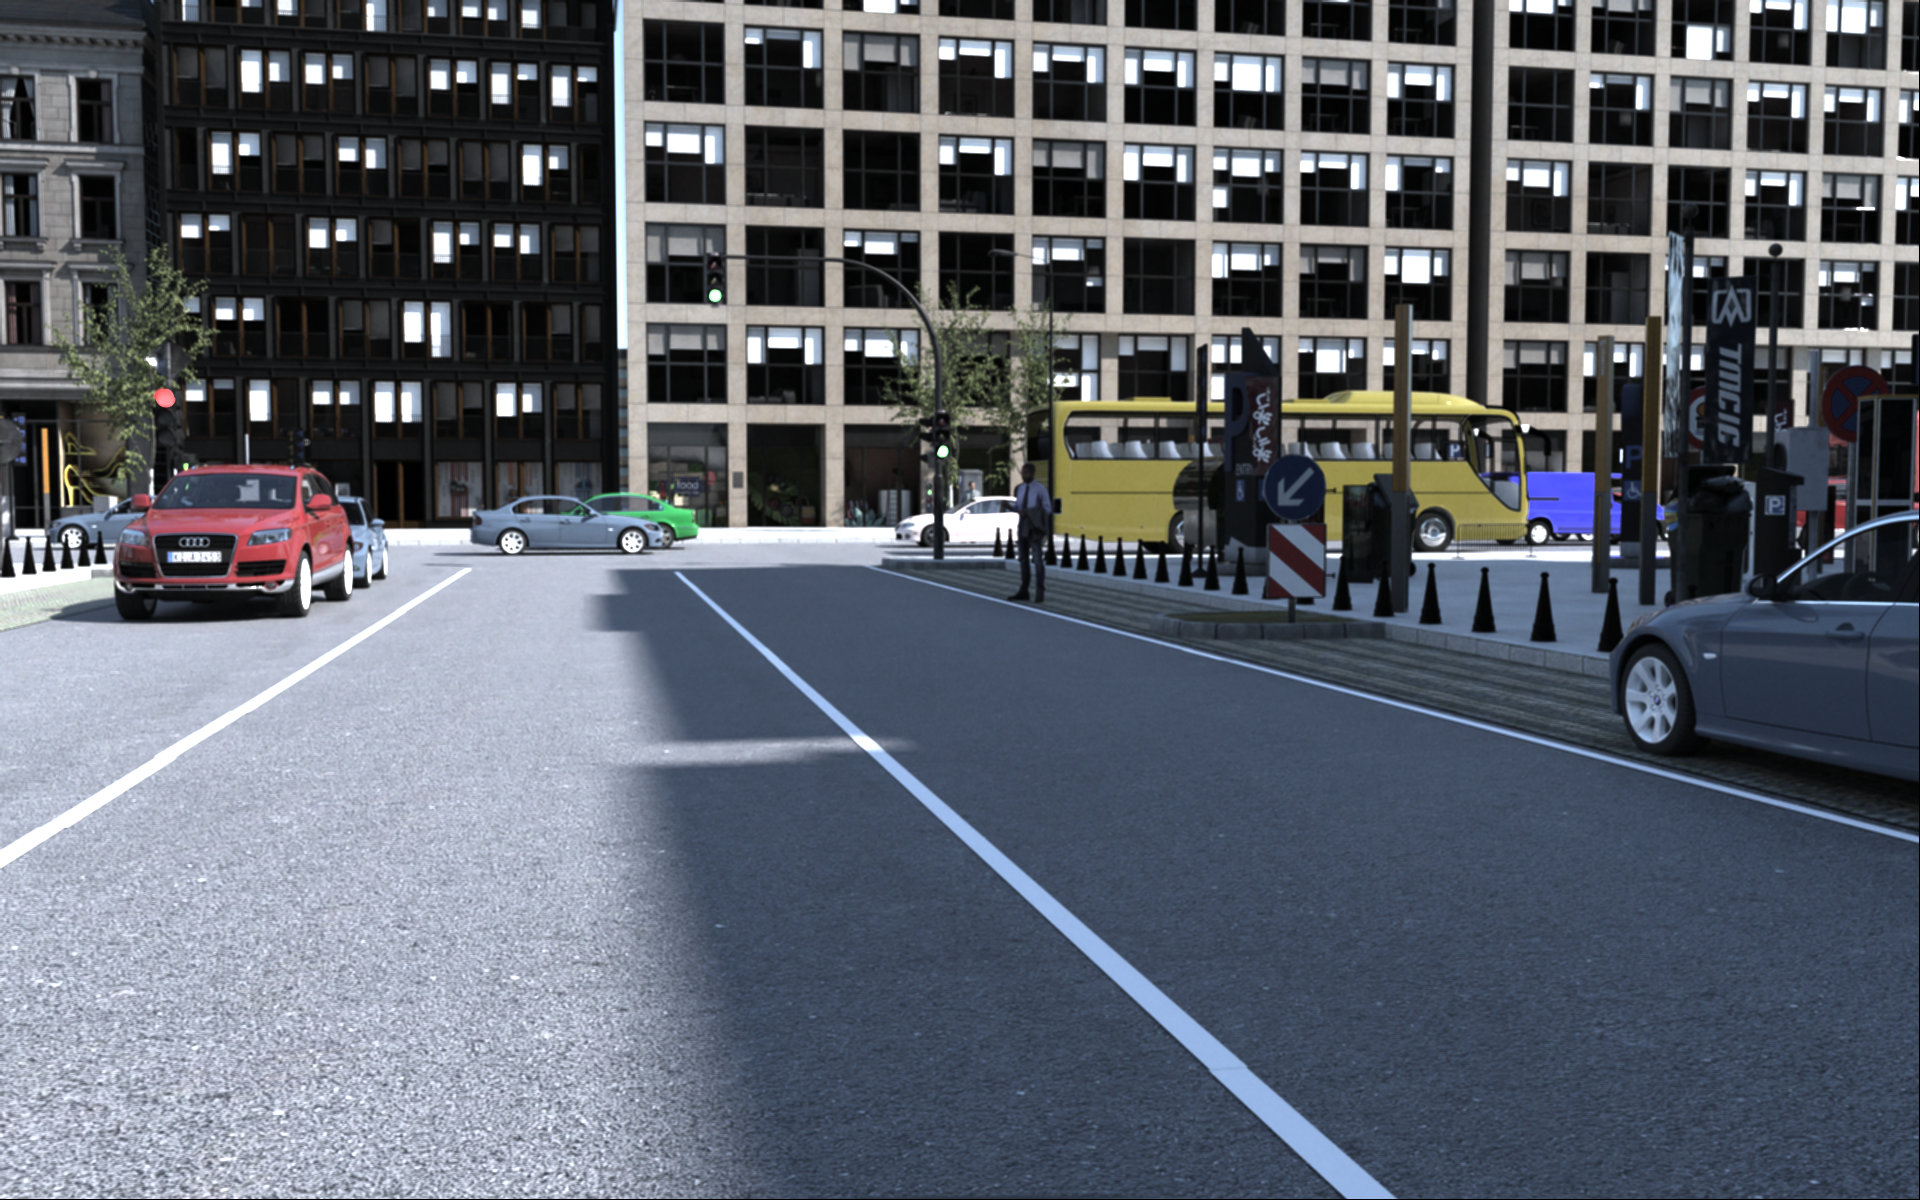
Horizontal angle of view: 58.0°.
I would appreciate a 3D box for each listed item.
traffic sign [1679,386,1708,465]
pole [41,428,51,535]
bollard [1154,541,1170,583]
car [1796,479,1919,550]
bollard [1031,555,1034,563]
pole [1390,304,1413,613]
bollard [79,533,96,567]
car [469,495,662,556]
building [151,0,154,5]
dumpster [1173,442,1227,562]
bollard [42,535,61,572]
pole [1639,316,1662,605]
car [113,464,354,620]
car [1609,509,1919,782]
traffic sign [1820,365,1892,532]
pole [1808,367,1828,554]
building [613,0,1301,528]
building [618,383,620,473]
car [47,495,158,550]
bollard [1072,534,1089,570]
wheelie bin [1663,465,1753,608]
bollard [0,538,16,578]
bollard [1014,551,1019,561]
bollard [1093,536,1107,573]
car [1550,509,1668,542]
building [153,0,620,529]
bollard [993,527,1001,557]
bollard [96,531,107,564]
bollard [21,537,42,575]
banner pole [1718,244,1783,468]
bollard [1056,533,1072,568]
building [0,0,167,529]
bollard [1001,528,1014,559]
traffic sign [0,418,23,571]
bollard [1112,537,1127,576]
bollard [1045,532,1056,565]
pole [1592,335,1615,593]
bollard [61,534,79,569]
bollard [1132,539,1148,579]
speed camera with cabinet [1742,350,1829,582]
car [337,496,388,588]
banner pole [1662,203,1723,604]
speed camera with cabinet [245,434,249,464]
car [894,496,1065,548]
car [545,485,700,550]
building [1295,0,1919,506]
[{"bbox_3d":[8.761,-1.242,20.413,0.768,2.556,0.104,-1,4,-10],"label":"traffic sign"},{"bbox_3d":[-28.373,-3.665,53.760,0.158,3.312,0.155,0,3,0],"label":"pole"},{"bbox_3d":[2.942,-0.560,25.198,0.229,0.601,0.229,0,3,0],"label":"bollard"},{"bbox_3d":[22.444,-2.160,43.989,5.304,1.827,2.281,-1,4,-11],"label":"car"},{"bbox_3d":[1.432,-0.992,32.254,0.229,0.601,0.229,0,3,0],"label":"bollard"},{"bbox_3d":[4.775,-1.522,18.727,0.158,3.312,0.155,0,3,0],"label":"pole"},{"bbox_3d":[-15.514,-0.894,30.664,0.229,0.601,0.229,0,3,0],"label":"bollard"},{"bbox_3d":[-9.373,-1.792,41.303,4.499,1.417,2.014,-1,4,-14],"label":"car"},{"bbox_3d":[-62.800,-49.745,126.003,22.319,86.520,31.000,-1,4,-12],"label":"building"},{"bbox_3d":[4.941,-1.797,31.879,1.502,2.255,1.985,-1,4,-12],"label":"dumpster"},{"bbox_3d":[-15.079,-0.772,28.657,0.229,0.601,0.229,0,3,0],"label":"bollard"},{"bbox_3d":[7.969,-1.600,20.000,0.158,3.312,0.155,0,3,0],"label":"pole"},{"bbox_3d":[-8.915,-0.791,21.603,2.281,1.827,5.304,-1,4,-11],"label":"car"},{"bbox_3d":[4.919,0.235,8.166,2.014,1.417,4.499,-1,4,-12],"label":"car"},{"bbox_3d":[8.861,-1.047,17.230,0.768,2.556,0.104,0,4,-7],"label":"traffic sign"},{"bbox_3d":[13.792,-2.080,27.848,0.158,3.312,0.155,0,3,0],"label":"pole"},{"bbox_3d":[2.256,-16.655,76.823,34.151,26.468,19.350,-1,4,-12],"label":"building"},{"bbox_3d":[-57.702,-23.682,232.246,28.899,21.520,27.650,-1,4,-12],"label":"building"},{"bbox_3d":[-21.473,-2.049,45.502,4.499,1.417,2.014,-1,4,-14],"label":"car"},{"bbox_3d":[2.075,-0.806,29.225,0.229,0.601,0.229,0,3,0],"label":"bollard"},{"bbox_3d":[8.145,-0.666,18.790,0.980,1.594,0.693,-1,4,-16],"label":"wheelie bin"},{"bbox_3d":[-14.653,-0.648,26.639,0.229,0.601,0.229,0,3,0],"label":"bollard"},{"bbox_3d":[1.215,-1.053,33.258,0.229,0.601,0.229,0,3,0],"label":"bollard"},{"bbox_3d":[2.290,-0.745,28.216,0.229,0.601,0.229,0,3,0],"label":"bollard"},{"bbox_3d":[20.114,-2.689,53.004,4.494,1.783,2.155,-1,4,-11],"label":"car"},{"bbox_3d":[-21.778,-14.617,68.673,15.834,23.373,12.332,-1,4,-12],"label":"building"},{"bbox_3d":[0.777,-1.179,35.311,0.229,0.601,0.229,0,3,0],"label":"bollard"},{"bbox_3d":[-15.725,-0.956,31.675,0.229,0.601,0.229,0,3,0],"label":"bollard"},{"bbox_3d":[-14.868,-0.710,27.652,0.229,0.601,0.229,0,3,0],"label":"bollard"},{"bbox_3d":[7.956,-1.683,17.541,0.863,3.779,0.401,2,4,32],"label":"banner pole"},{"bbox_3d":[1.860,-0.868,30.234,0.229,0.601,0.229,0,3,0],"label":"bollard"},{"bbox_3d":[-49.601,-12.946,62.571,40.483,20.767,10.553,-1,4,-12],"label":"building"},{"bbox_3d":[0.995,-1.116,34.287,0.229,0.601,0.229,0,3,0],"label":"bollard"},{"bbox_3d":[-16.048,-1.762,28.912,0.768,2.556,0.104,-1,4,-10],"label":"traffic sign"},{"bbox_3d":[2.510,-0.683,27.212,0.229,0.601,0.229,0,3,0],"label":"bollard"},{"bbox_3d":[1.646,-0.930,31.248,0.229,0.601,0.229,0,3,0],"label":"bollard"},{"bbox_3d":[8.325,-1.747,22.412,0.158,3.312,0.155,0,3,0],"label":"pole"},{"bbox_3d":[-15.299,-0.833,29.660,0.229,0.601,0.229,0,3,0],"label":"bollard"},{"bbox_3d":[2.725,-0.622,26.205,0.229,0.601,0.229,0,3,0],"label":"bollard"},{"bbox_3d":[11.646,-1.855,24.665,0.660,3.252,2.038,0,4,4],"label":"speed camera with cabinet"},{"bbox_3d":[-10.195,-0.958,27.667,2.014,1.417,4.499,-1,4,-13],"label":"car"},{"bbox_3d":[6.144,-1.518,14.835,0.401,3.779,0.863,3,4,37],"label":"banner pole"},{"bbox_3d":[-23.018,-3.875,57.689,2.038,3.252,0.660,-2,4,-31],"label":"speed camera with cabinet"},{"bbox_3d":[0.603,-2.140,47.347,4.827,1.381,2.083,-1,4,-10],"label":"car"},{"bbox_3d":[-9.167,-2.221,45.107,4.718,1.807,1.959,-1,4,-10],"label":"car"},{"bbox_3d":[36.356,-17.086,83.878,34.151,26.468,19.350,-1,4,-12],"label":"building"}]
